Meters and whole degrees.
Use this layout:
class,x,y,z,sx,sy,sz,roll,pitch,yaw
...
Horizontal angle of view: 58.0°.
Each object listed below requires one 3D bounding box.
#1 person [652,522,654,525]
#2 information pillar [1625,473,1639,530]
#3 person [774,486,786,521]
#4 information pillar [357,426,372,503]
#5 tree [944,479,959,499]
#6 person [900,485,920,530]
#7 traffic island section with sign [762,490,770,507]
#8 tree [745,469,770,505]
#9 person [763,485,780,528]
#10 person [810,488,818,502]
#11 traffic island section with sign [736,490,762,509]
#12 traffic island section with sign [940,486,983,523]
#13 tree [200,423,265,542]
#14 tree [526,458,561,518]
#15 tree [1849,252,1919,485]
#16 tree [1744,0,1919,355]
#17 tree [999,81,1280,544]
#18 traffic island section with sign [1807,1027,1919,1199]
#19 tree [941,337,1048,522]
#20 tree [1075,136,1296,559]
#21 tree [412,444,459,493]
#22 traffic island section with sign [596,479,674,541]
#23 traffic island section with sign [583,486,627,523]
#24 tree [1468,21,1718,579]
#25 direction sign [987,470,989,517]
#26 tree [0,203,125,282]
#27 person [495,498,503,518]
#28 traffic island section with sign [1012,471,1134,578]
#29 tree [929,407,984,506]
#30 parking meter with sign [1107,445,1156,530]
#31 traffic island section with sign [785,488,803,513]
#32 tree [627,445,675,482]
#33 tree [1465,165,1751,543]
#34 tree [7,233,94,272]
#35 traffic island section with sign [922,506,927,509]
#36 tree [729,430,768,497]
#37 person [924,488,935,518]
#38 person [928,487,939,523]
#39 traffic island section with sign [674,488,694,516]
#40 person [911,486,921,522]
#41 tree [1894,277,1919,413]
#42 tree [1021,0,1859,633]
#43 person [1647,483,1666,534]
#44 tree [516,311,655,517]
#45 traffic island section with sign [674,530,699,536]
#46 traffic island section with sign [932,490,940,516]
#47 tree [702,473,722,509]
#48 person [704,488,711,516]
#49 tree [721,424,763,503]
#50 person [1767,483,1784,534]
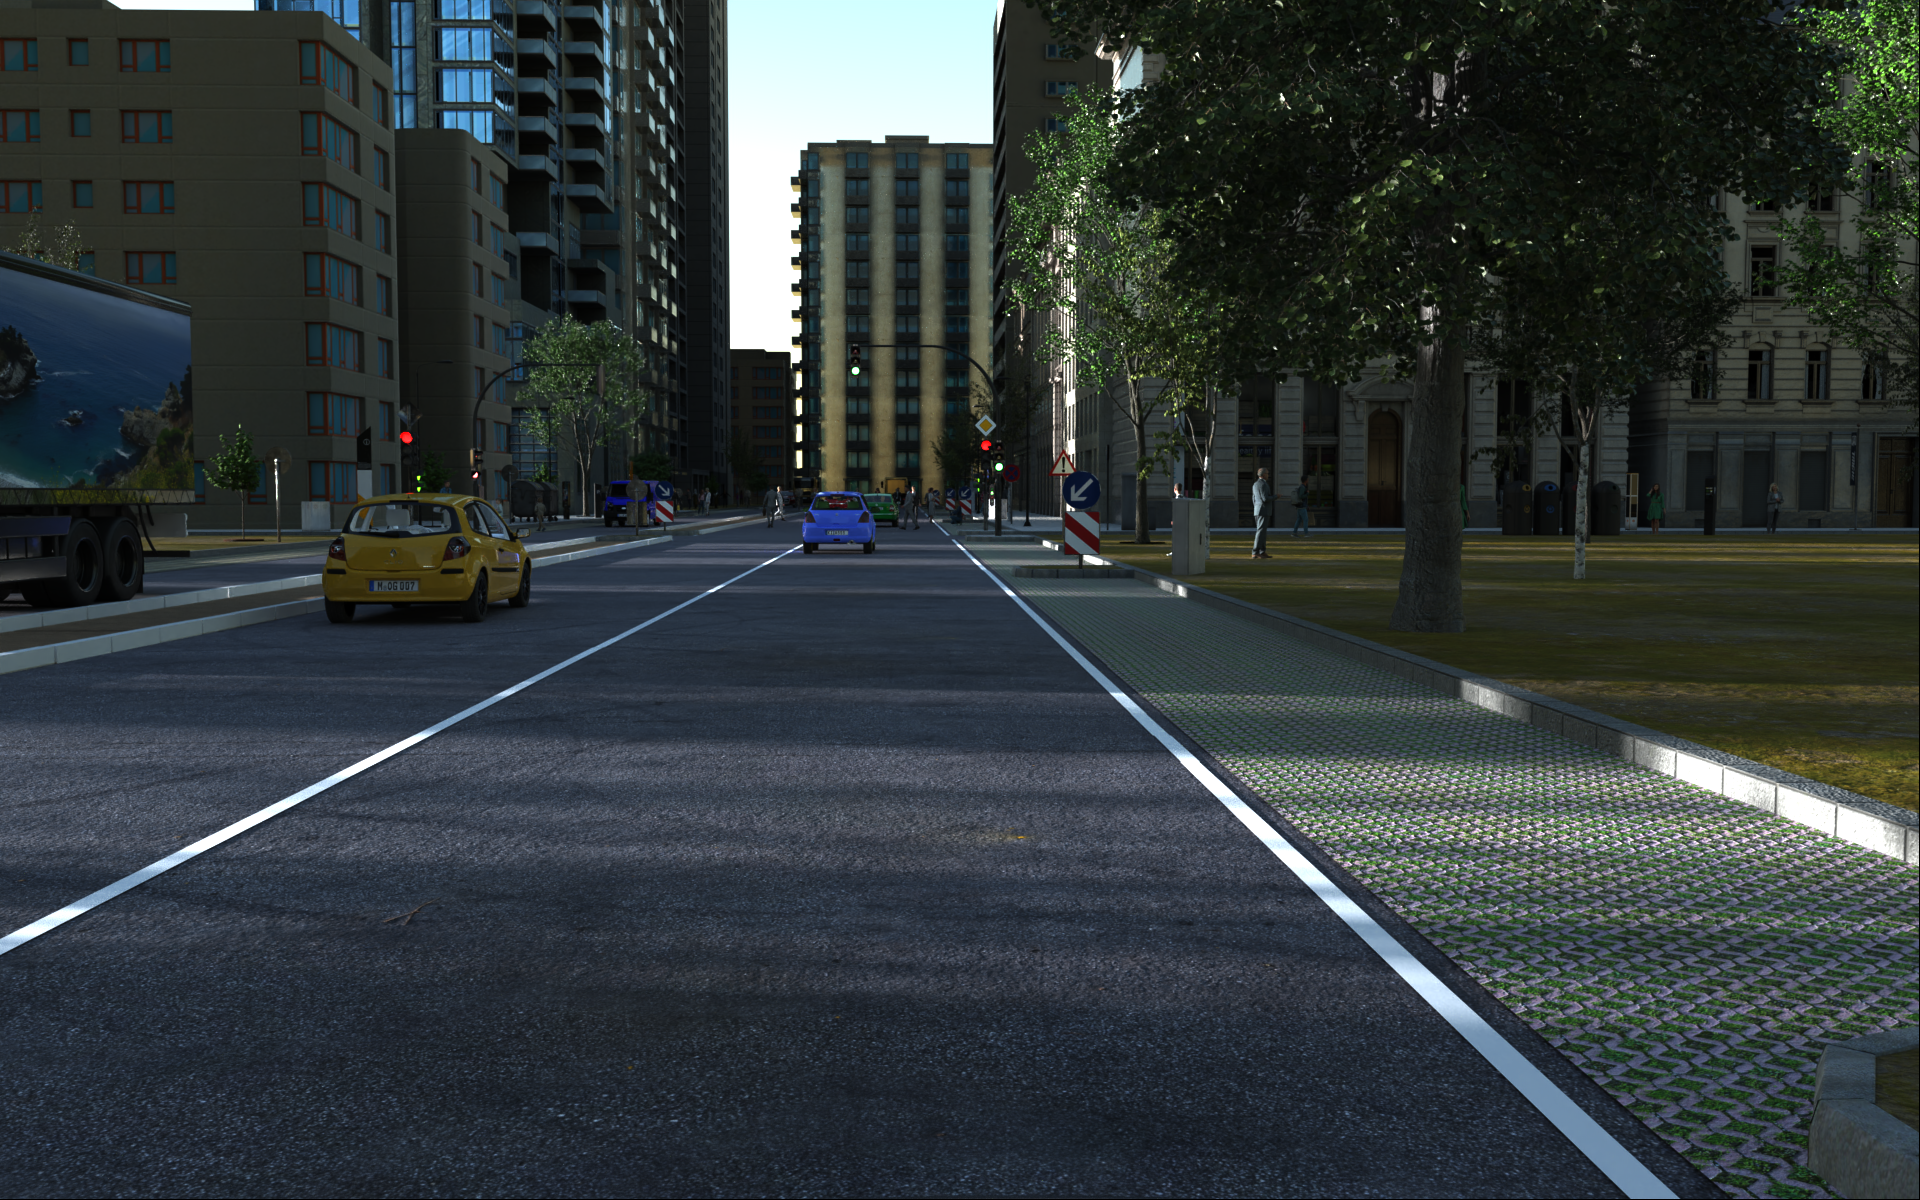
class,x,y,z,sx,sy,sz,roll,pitch,yaw
person,-14.374,-4.352,81.474,0.330,1.601,0.589,-2,4,-25
information pillar,23.788,-3.476,61.332,0.304,2.012,0.304,-1,4,-10
person,-9.660,-5.128,92.228,0.818,1.842,0.514,0,4,-7
information pillar,-20.443,-4.169,59.520,0.504,3.616,0.183,-1,4,-18
tree,-1.113,-12.408,197.466,1.663,3.219,1.824,0,3,0
person,-2.032,-3.708,69.394,0.850,1.792,0.678,0,4,-8
traffic island section with sign,-20.720,-11.040,189.135,1.989,1.847,2.006,0,4,-2
tree,-24.980,-14.010,212.777,4.285,4.588,4.351,0,3,0
person,-8.110,-4.018,74.312,0.709,1.813,0.853,-1,4,-15
person,-8.631,-5.822,103.860,0.661,1.801,0.590,-1,4,-20
traffic island section with sign,-19.862,-9.392,162.194,1.989,1.847,2.006,0,4,-2
traffic island section with sign,0.121,-4.752,86.316,1.989,1.847,2.006,0,4,-2
tree,-19.570,-3.224,47.320,1.663,3.219,1.824,0,3,0
tree,-21.933,-5.939,91.699,1.663,3.219,1.824,0,3,0
tree,25.953,-5.824,45.578,4.360,8.622,3.978,0,3,0
tree,17.486,-6.335,29.326,9.928,11.665,9.643,0,3,0
tree,4.569,-7.264,44.519,9.928,11.665,9.643,0,3,0
traffic island section with sign,2.798,0.331,3.214,1.989,1.847,2.006,0,4,-2
tree,2.096,-7.975,80.754,4.360,8.622,3.978,0,3,0
tree,4.684,-5.123,34.118,4.737,8.622,4.395,0,3,0
tree,-20.486,-4.425,66.945,1.663,3.219,1.824,0,3,0
traffic island section with sign,-9.976,-2.741,52.944,2.006,1.907,1.989,0,4,-2
traffic island section with sign,-17.379,-4.676,85.078,1.989,1.847,2.006,0,4,-2
tree,9.421,-4.640,26.231,4.360,8.622,3.978,0,3,0
direction sign,1.490,-6.380,96.304,0.379,3.537,0.876,-1,4,-15
tree,-23.841,-5.780,44.868,4.360,8.622,3.978,0,3,0
person,-15.465,-2.769,58.052,0.394,1.301,0.425,-3,4,-37
traffic island section with sign,1.931,-1.317,30.155,1.989,1.847,2.006,0,4,-2
tree,-0.272,-12.507,154.847,4.737,8.622,4.395,0,3,0
parking meter with sign,6.047,-3.967,61.123,1.738,3.016,0.543,0,4,3
traffic island section with sign,-12.636,-7.787,135.447,2.006,1.907,1.989,0,4,-2
tree,-20.853,-8.149,116.947,4.285,4.588,4.351,0,3,0
tree,16.567,-6.758,44.907,7.601,10.594,8.767,-2,4,-33
tree,-25.798,-6.081,49.782,4.737,8.622,4.395,0,3,0
traffic island section with sign,-2.350,-9.449,163.111,1.989,1.847,2.006,0,4,-2
tree,-23.972,-14.927,194.422,4.360,8.622,3.978,0,3,0
person,-1.804,-5.820,104.050,0.661,1.777,0.834,0,4,-7
person,-1.296,-4.625,84.680,0.524,1.755,0.480,0,4,-6
traffic island section with sign,-18.248,-6.326,112.060,1.989,1.847,2.006,0,4,-2
person,-2.307,-4.884,88.127,0.659,1.850,0.755,0,4,0
tree,29.483,-6.151,50.934,4.737,8.622,4.395,0,3,0
tree,4.444,-6.691,16.057,9.857,13.997,8.962,0,3,0
person,23.055,-2.973,57.355,0.600,1.795,0.529,2,4,24
tree,-21.186,-10.540,98.082,9.928,11.665,9.643,0,3,0
traffic island section with sign,-10.205,-3.193,60.348,2.006,1.907,1.989,0,4,-2
traffic island section with sign,-0.764,-6.426,113.699,1.989,1.847,2.006,0,4,-2
tree,-22.031,-9.759,154.162,1.663,3.219,1.824,0,3,0
person,-16.229,-6.301,111.396,0.514,1.842,0.818,1,4,15
tree,-23.276,-14.247,183.293,4.737,8.622,4.395,0,3,0
person,26.623,-2.926,56.523,0.537,1.800,0.526,0,4,8
